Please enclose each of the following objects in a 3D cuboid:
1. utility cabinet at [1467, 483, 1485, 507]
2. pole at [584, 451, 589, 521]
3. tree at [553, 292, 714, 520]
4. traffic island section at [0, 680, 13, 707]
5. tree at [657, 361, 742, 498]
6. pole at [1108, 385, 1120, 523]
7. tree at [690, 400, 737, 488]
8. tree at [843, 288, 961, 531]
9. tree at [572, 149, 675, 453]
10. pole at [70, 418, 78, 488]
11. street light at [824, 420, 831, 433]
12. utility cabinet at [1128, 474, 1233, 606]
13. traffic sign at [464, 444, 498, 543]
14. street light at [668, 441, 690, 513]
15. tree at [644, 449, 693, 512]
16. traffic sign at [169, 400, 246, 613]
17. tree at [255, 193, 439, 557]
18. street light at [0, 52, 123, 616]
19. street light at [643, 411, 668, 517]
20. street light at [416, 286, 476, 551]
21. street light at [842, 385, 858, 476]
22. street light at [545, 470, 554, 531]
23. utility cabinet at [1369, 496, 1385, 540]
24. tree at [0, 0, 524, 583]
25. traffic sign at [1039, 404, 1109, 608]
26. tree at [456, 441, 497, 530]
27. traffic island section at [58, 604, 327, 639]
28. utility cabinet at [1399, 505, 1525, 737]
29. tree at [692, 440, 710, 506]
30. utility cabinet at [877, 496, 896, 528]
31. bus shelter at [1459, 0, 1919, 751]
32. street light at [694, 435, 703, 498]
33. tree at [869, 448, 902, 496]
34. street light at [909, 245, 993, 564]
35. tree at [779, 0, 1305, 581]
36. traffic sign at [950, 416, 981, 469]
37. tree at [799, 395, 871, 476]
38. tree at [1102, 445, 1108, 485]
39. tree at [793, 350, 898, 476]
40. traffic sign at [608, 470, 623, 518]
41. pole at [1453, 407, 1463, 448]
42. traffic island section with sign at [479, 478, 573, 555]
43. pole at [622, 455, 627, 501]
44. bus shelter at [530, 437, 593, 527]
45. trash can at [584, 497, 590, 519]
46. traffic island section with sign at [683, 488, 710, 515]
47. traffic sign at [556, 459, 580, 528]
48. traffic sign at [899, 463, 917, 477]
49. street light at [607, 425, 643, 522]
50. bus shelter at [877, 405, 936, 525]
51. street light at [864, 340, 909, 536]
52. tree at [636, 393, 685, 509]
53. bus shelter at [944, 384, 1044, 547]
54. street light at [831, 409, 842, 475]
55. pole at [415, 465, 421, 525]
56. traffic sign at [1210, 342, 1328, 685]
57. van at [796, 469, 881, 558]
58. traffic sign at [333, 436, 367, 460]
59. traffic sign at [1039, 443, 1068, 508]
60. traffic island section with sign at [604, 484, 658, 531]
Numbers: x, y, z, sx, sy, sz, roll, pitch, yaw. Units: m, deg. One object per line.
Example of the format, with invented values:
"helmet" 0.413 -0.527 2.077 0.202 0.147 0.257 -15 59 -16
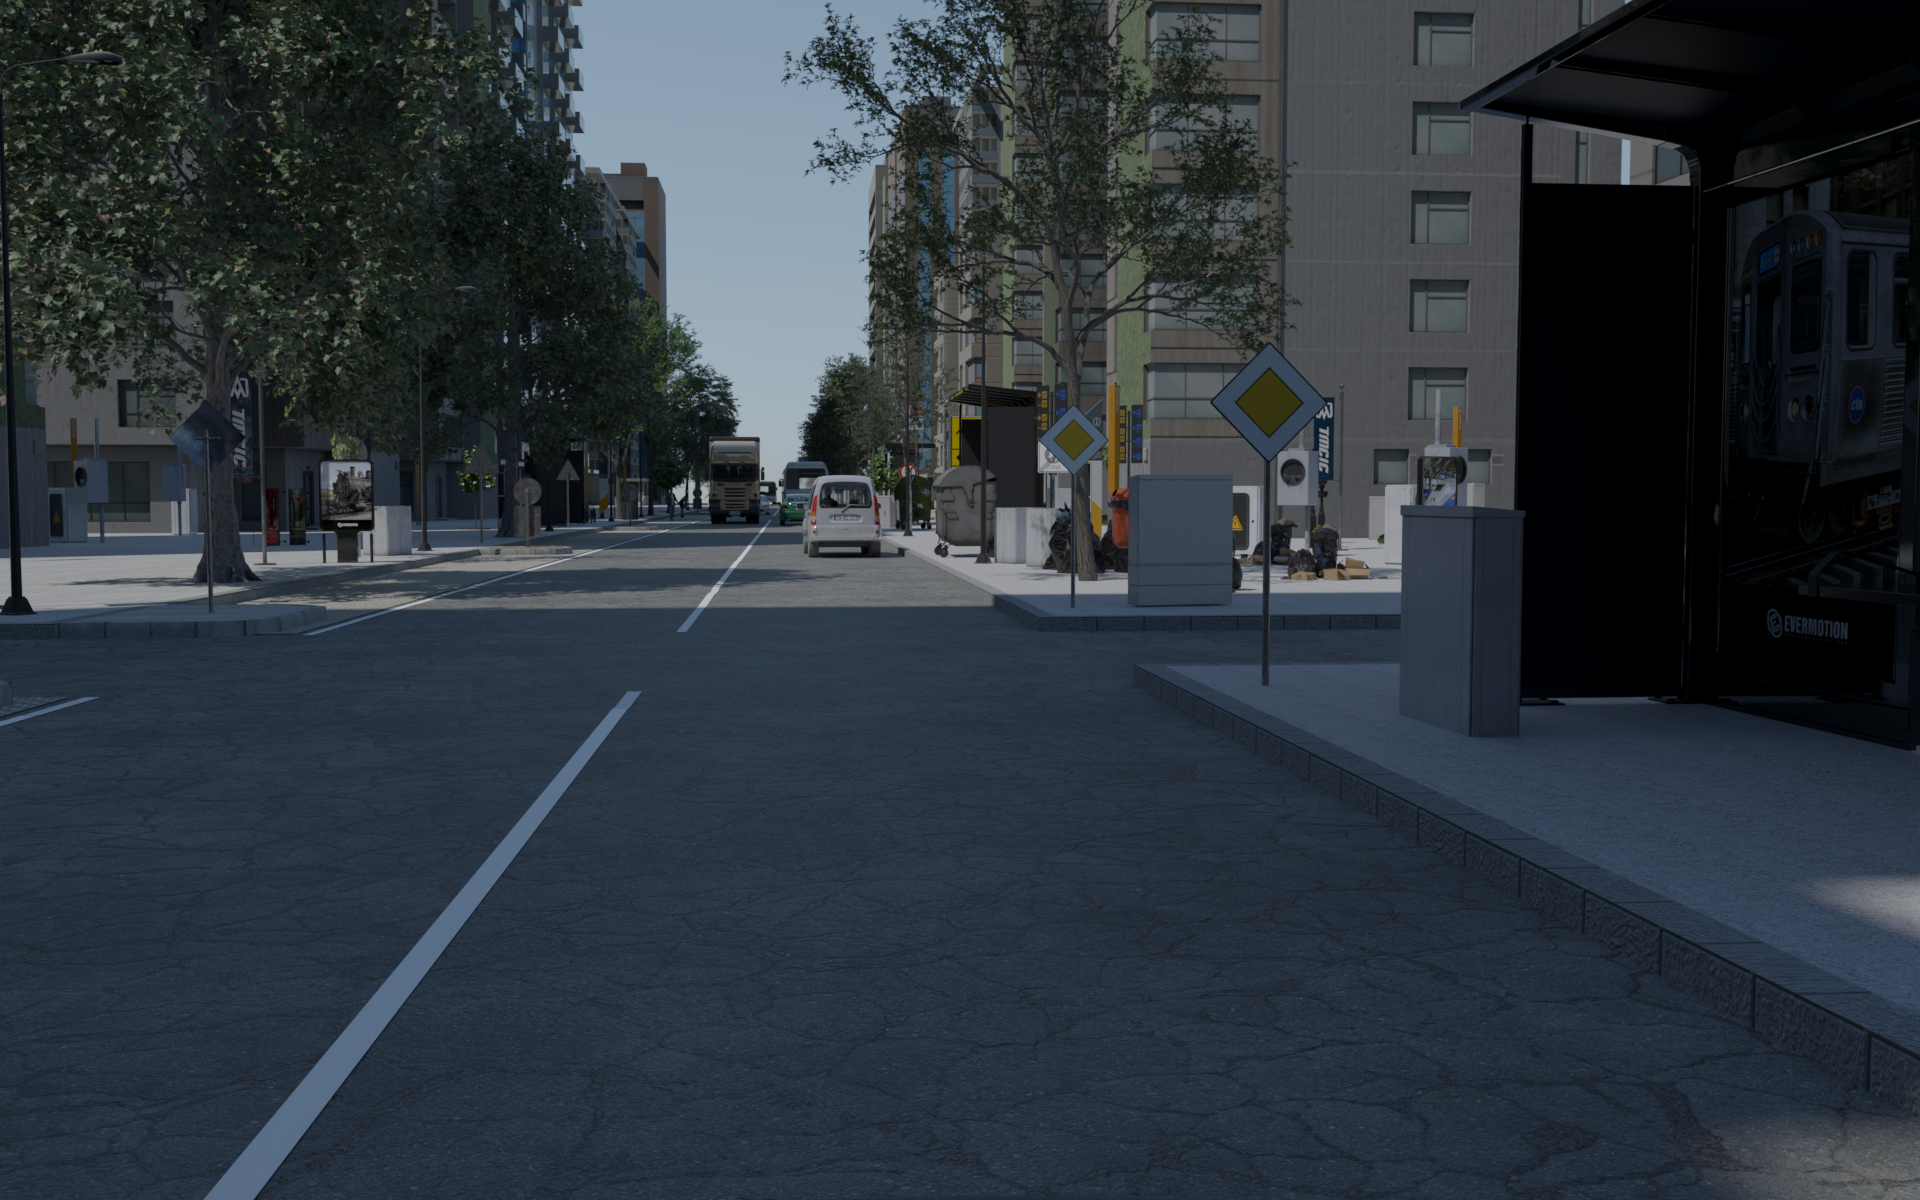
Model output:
"utility cabinet" 10.181 -1.580 34.515 0.318 1.500 1.173 2 4 26
"pole" -17.596 -5.370 81.644 0.158 3.312 0.155 0 3 0
"tree" -16.968 -9.839 86.617 9.928 11.665 9.643 0 3 0
"traffic island section" -7.327 0.706 10.739 2.009 0.180 2.903 0 4 -6
"tree" -25.415 -15.961 167.612 9.857 13.997 8.962 0 3 0
"pole" 2.879 -2.360 32.432 0.158 3.312 0.155 0 3 0
"tree" -29.717 -17.690 207.351 7.486 12.596 7.792 0 3 0
"tree" -1.777 -6.623 58.641 4.360 8.622 3.978 0 3 0
"tree" -13.280 -8.218 51.379 9.611 12.733 9.660 0 3 0
"pole" -23.841 -3.231 46.666 0.158 3.312 0.155 0 3 0
"street light" -7.617 -8.298 108.208 1.470 5.913 1.316 0 4 -6
"utility cabinet" 2.521 -0.683 19.850 1.173 1.500 0.318 -1 4 -17
"traffic sign" -12.465 -2.757 45.079 0.884 2.594 0.081 0 4 4
"street light" -19.035 -8.774 116.000 1.470 5.913 1.316 0 4 -6
"tree" -21.307 -8.720 126.278 4.285 4.588 4.351 0 3 0
"traffic sign" -8.079 -0.917 18.627 0.795 2.450 0.064 0 4 -6
"tree" -12.513 -5.174 34.956 4.737 8.622 4.395 0 3 0
"street light" -9.498 -2.799 18.307 1.470 5.913 1.316 0 4 -6
"street light" -17.014 -7.505 95.251 1.470 5.913 1.316 0 4 -6
"street light" -11.500 -4.054 38.821 1.470 5.913 1.316 0 4 -6
"street light" -4.170 -6.190 73.743 1.470 5.913 1.316 0 4 -6
"street light" -13.574 -5.313 59.413 1.470 5.913 1.316 0 4 -6
"utility cabinet" 11.933 -2.273 48.324 1.020 1.237 0.306 1 4 14
"tree" -10.809 -6.601 24.939 9.611 12.733 9.660 0 3 0
"traffic sign" 1.273 -0.971 19.515 0.795 2.450 0.064 0 4 -6
"tree" -17.589 -4.155 62.532 1.663 3.219 1.824 0 3 0
"traffic island section" -8.101 0.220 18.687 2.009 0.180 2.903 0 4 -6
"utility cabinet" 2.772 0.095 9.617 0.306 1.237 1.020 0 4 -7
"tree" -26.762 -14.271 183.698 4.360 8.622 3.978 0 3 0
"utility cabinet" -2.858 -3.358 66.069 0.306 1.237 1.020 -3 4 -37
"bus shelter" 4.141 -0.992 7.503 1.731 3.624 6.357 0 4 -6
"street light" -20.988 -10.061 137.036 1.470 5.913 1.316 0 4 -6
"tree" -3.173 -4.546 68.928 1.663 3.219 1.824 0 3 0
"street light" -0.106 -3.623 31.781 1.470 5.913 1.316 0 4 -6
"tree" 1.581 -5.566 25.424 7.601 10.594 8.767 1 4 23
"traffic sign" 0.879 -3.122 44.920 2.265 3.308 0.079 0 4 3
"tree" -11.447 -15.090 164.848 7.486 12.596 7.792 0 3 0
"tree" 7.854 -5.810 78.713 4.285 4.588 4.351 0 3 0
"tree" -8.793 -13.535 138.308 9.611 12.733 9.660 0 3 0
"traffic sign" -18.362 -5.628 92.017 0.884 2.594 0.081 0 4 2
"pole" 11.642 -2.860 40.599 0.158 3.312 0.155 0 3 0
"traffic island section with sign" -10.311 -1.997 41.279 1.989 1.847 2.006 0 4 -6
"pole" -17.667 -5.954 91.195 0.158 3.312 0.155 0 3 0
"bus shelter" -16.211 -4.858 70.709 1.731 3.624 6.357 0 4 -5
"trash can" -18.446 -4.473 84.794 0.748 1.137 0.748 0 3 0
"traffic island section with sign" -17.731 -6.654 117.423 1.989 1.847 2.006 0 4 -6
"traffic sign" -14.680 -3.966 64.843 0.884 2.594 0.081 0 4 1
"traffic sign" -2.098 -4.304 70.474 0.768 2.556 0.104 0 4 4
"street light" -15.610 -6.578 80.085 1.470 5.913 1.316 0 4 -6
"bus shelter" -2.423 -5.977 75.353 2.179 5.291 8.768 0 4 -6
"street light" -2.113 -4.878 52.294 1.470 5.913 1.316 0 4 -6
"tree" -23.773 -13.184 149.970 8.767 10.594 7.601 -1 4 -19
"bus shelter" 0.754 -2.982 40.044 1.731 3.624 6.357 0 4 -5
"street light" -6.122 -7.445 94.261 1.470 5.913 1.316 0 4 -6
"pole" -22.194 -4.712 70.883 0.158 3.312 0.155 0 3 0
"traffic sign" 2.048 -0.485 11.567 0.795 2.450 0.064 0 4 -6
"van" -2.795 -2.046 40.471 2.013 2.044 4.112 0 4 -7
"traffic sign" -13.360 -2.314 37.941 0.768 2.556 0.104 0 4 2
"traffic sign" 1.846 -1.964 34.236 0.606 2.300 0.079 0 4 1
"traffic island section with sign" -12.925 -3.638 68.108 1.989 1.847 2.006 0 4 -6
